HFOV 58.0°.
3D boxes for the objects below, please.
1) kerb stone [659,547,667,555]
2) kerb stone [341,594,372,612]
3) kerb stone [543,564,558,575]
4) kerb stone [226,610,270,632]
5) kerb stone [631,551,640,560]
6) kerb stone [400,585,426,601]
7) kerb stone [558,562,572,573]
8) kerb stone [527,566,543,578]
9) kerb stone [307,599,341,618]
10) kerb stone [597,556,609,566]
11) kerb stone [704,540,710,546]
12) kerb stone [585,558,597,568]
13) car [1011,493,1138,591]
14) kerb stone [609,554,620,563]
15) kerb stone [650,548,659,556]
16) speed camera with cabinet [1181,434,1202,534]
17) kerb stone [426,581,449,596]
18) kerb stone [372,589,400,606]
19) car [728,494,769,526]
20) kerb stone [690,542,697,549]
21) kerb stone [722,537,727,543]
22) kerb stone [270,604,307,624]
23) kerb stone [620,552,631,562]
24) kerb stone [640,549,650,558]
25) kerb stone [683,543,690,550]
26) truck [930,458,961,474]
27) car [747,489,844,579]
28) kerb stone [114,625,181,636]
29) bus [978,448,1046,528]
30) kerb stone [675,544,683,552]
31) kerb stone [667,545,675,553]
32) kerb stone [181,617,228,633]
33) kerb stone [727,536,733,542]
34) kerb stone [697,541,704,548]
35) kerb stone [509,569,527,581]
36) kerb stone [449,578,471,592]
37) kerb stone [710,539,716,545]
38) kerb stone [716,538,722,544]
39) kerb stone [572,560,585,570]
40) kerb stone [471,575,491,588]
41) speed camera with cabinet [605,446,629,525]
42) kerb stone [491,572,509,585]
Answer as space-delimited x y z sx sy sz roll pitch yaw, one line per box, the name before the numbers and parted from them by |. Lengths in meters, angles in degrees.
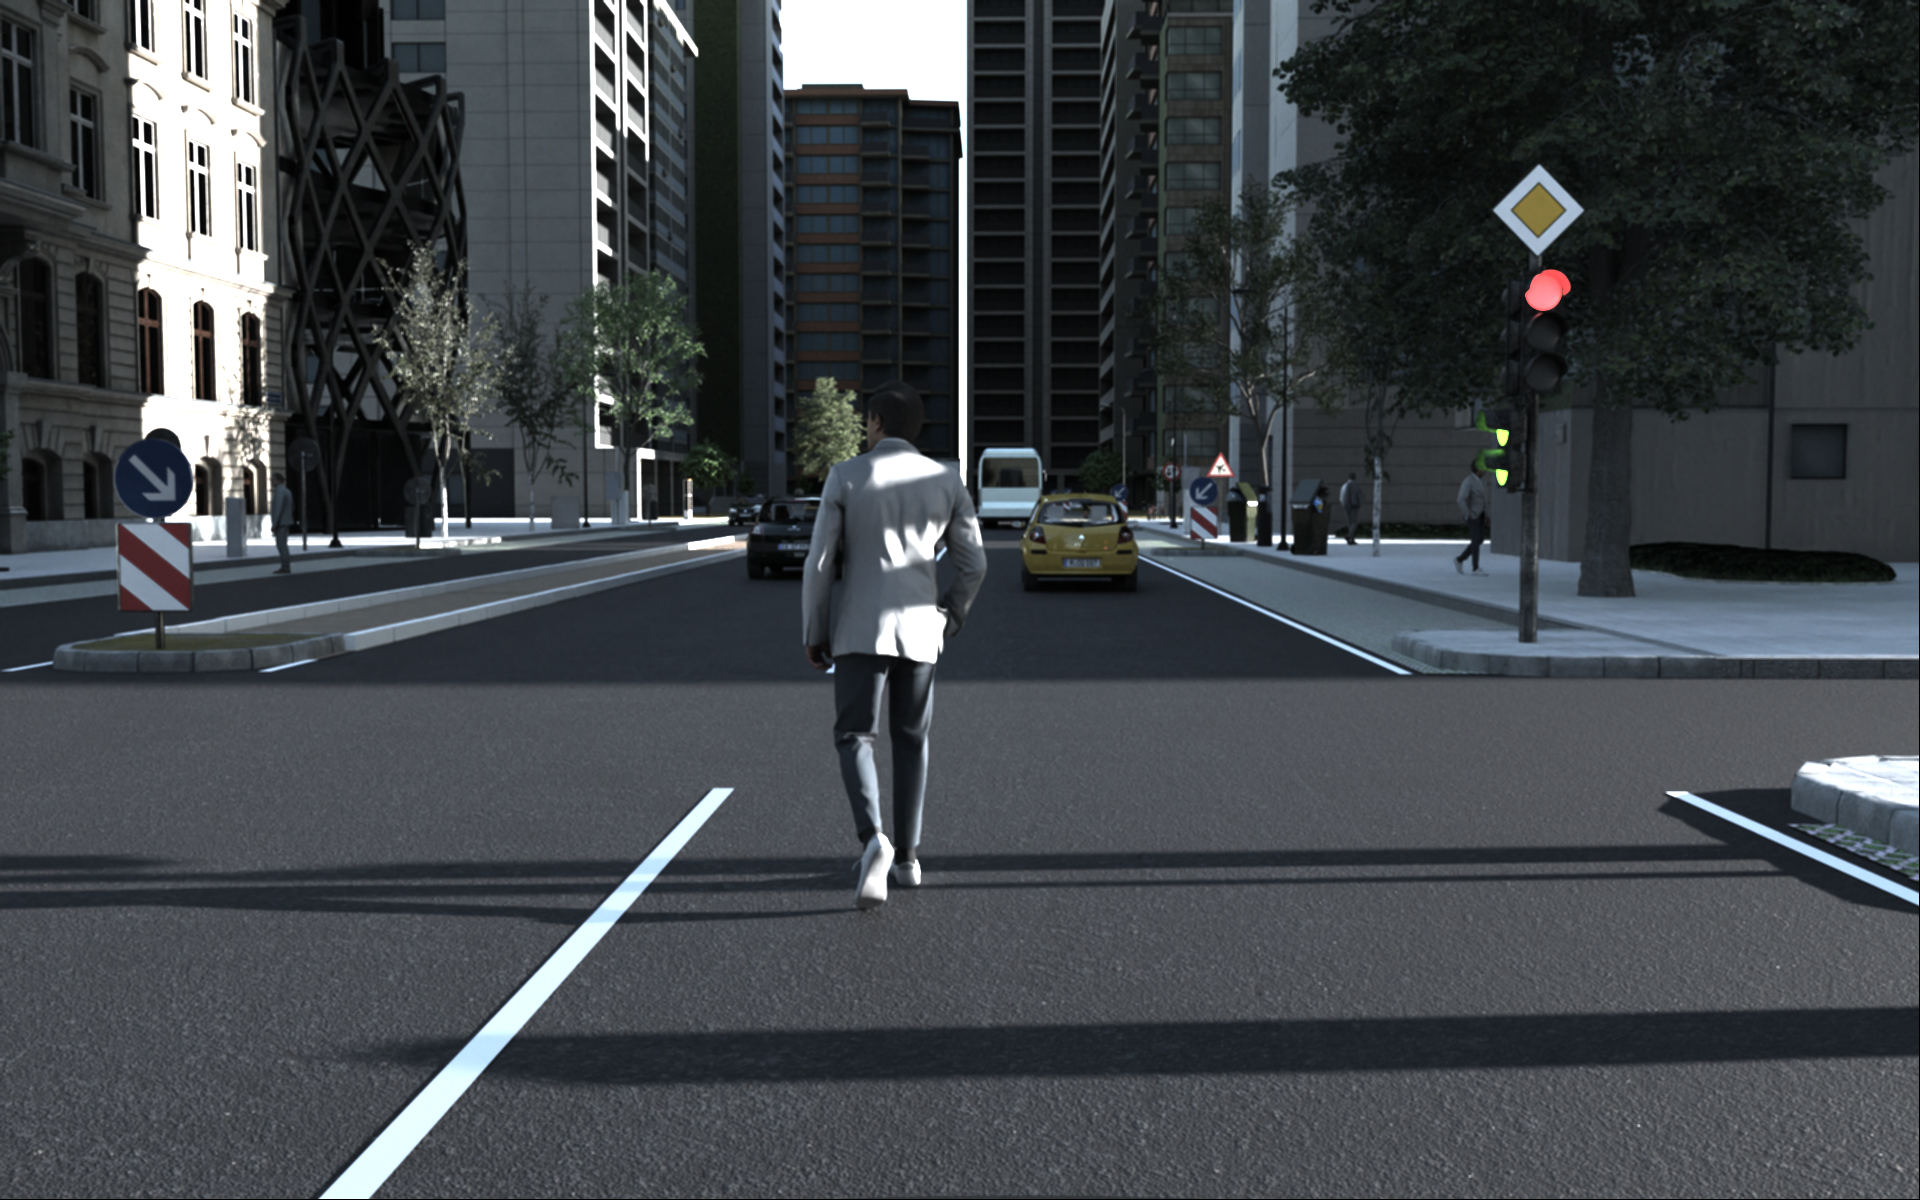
kerb stone | -7.131 -1.143 40.883 0.120 0.150 1.000 0 4 1
kerb stone | -7.541 0.047 21.422 0.120 0.150 1.000 0 4 1
kerb stone | -7.350 -0.517 30.648 0.120 0.150 1.000 0 4 1
kerb stone | -7.609 0.235 18.351 0.120 0.150 1.000 0 4 1
kerb stone | -7.193 -0.955 37.804 0.120 0.150 1.000 0 4 1
kerb stone | -7.505 -0.078 23.477 0.120 0.150 1.000 0 4 1
kerb stone | -7.326 -0.574 31.670 0.120 0.150 1.000 0 4 1
kerb stone | -7.371 -0.450 29.622 0.120 0.150 1.000 0 4 1
kerb stone | -7.571 0.111 20.401 0.120 0.150 1.000 0 4 1
kerb stone | -7.260 -0.767 34.736 0.120 0.150 1.000 0 4 1
kerb stone | -6.997 -1.519 47.024 0.120 0.150 1.000 0 4 1
kerb stone | -7.286 -0.697 33.714 0.120 0.150 1.000 0 4 1
car | 1.808 -1.026 27.003 2.015 1.641 3.980 0 4 1
kerb stone | -7.239 -0.827 35.760 0.120 0.150 1.000 0 4 1
kerb stone | -7.151 -1.078 39.862 0.120 0.150 1.000 0 4 1
speed camera with cabinet | 7.601 -3.813 56.685 0.660 3.252 2.038 0 4 5
kerb stone | -7.480 -0.139 24.501 0.120 0.150 1.000 0 4 1
kerb stone | -7.524 -0.016 22.455 0.120 0.150 1.000 0 4 1
car | -9.499 -4.235 79.024 2.009 1.686 4.222 0 4 1
kerb stone | -7.036 -1.393 44.972 0.120 0.150 1.000 0 4 1
kerb stone | -6.937 -1.706 50.094 0.120 0.150 1.000 0 4 1
kerb stone | -7.593 0.172 19.379 0.120 0.150 1.000 0 4 1
kerb stone | -7.213 -0.891 36.782 0.120 0.150 1.000 0 4 1
kerb stone | -7.171 -1.017 38.829 0.120 0.150 1.000 0 4 1
kerb stone | -7.068 -1.330 43.951 0.120 0.150 1.000 0 4 1
truck | -1.187 -9.309 141.120 2.839 4.237 11.283 0 4 0
car | -2.699 -1.281 30.728 2.009 1.686 4.222 0 4 2
kerb stone | -7.651 0.360 16.304 0.120 0.150 1.000 0 4 1
bus | 2.322 -4.973 76.161 2.948 3.499 13.247 0 4 3
kerb stone | -7.080 -1.266 42.928 0.120 0.150 1.000 0 4 1
kerb stone | -7.111 -1.206 41.907 0.120 0.150 1.000 0 4 1
kerb stone | -7.635 0.307 17.326 0.120 0.150 1.000 0 4 1
kerb stone | -6.912 -1.769 51.116 0.120 0.150 1.000 0 4 1
kerb stone | -7.012 -1.456 45.994 0.120 0.150 1.000 0 4 1
kerb stone | -7.393 -0.392 28.599 0.120 0.150 1.000 0 4 1
kerb stone | -7.454 -0.204 25.524 0.120 0.150 1.000 0 4 1
kerb stone | -6.981 -1.580 48.047 0.120 0.150 1.000 0 4 1
kerb stone | -6.962 -1.643 49.069 0.120 0.150 1.000 0 4 1
kerb stone | -7.305 -0.642 32.692 0.120 0.150 1.000 0 4 1
kerb stone | -7.442 -0.266 26.547 0.120 0.150 1.000 0 4 1
speed camera with cabinet | -14.279 -4.756 72.096 0.660 3.252 2.038 0 4 1
kerb stone | -7.418 -0.328 27.570 0.120 0.150 1.000 0 4 1
